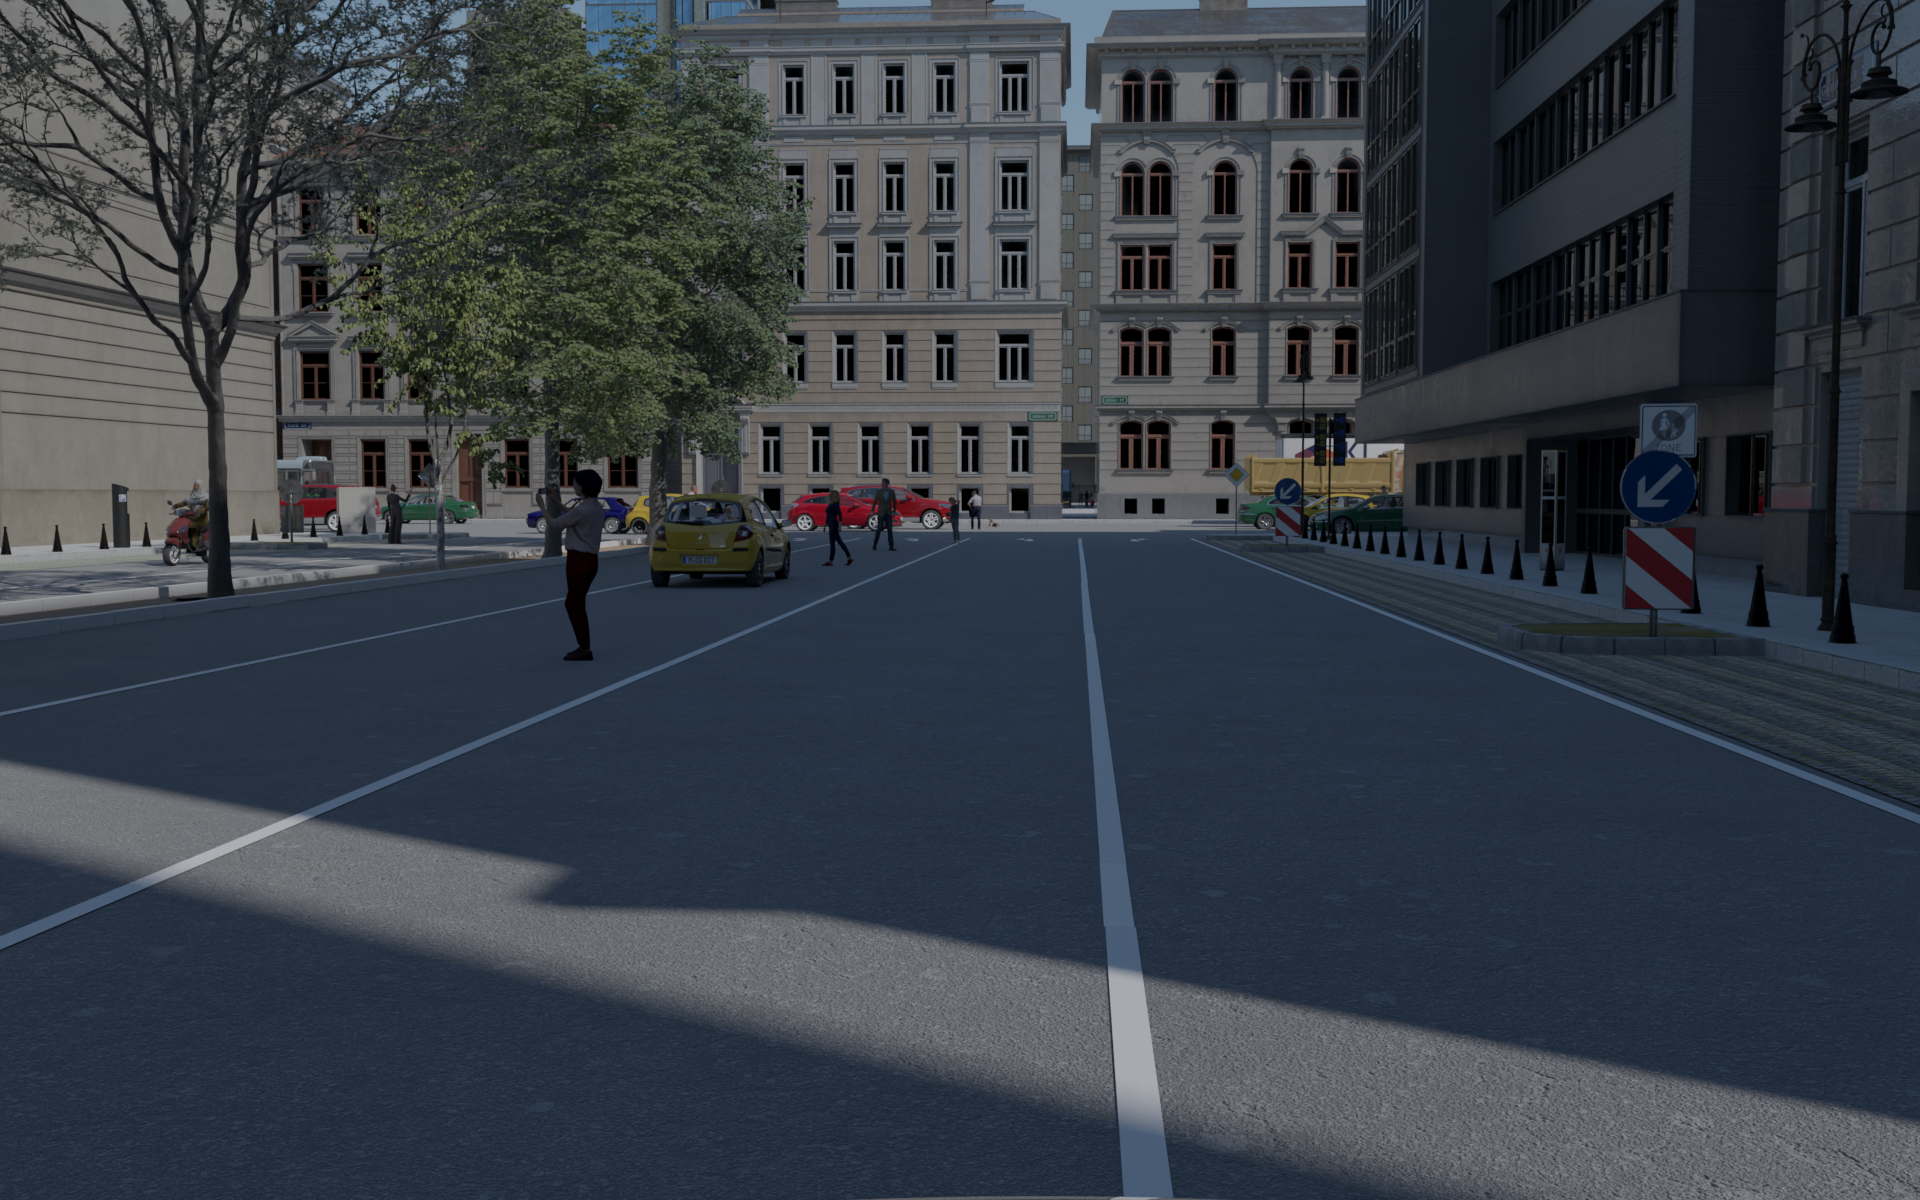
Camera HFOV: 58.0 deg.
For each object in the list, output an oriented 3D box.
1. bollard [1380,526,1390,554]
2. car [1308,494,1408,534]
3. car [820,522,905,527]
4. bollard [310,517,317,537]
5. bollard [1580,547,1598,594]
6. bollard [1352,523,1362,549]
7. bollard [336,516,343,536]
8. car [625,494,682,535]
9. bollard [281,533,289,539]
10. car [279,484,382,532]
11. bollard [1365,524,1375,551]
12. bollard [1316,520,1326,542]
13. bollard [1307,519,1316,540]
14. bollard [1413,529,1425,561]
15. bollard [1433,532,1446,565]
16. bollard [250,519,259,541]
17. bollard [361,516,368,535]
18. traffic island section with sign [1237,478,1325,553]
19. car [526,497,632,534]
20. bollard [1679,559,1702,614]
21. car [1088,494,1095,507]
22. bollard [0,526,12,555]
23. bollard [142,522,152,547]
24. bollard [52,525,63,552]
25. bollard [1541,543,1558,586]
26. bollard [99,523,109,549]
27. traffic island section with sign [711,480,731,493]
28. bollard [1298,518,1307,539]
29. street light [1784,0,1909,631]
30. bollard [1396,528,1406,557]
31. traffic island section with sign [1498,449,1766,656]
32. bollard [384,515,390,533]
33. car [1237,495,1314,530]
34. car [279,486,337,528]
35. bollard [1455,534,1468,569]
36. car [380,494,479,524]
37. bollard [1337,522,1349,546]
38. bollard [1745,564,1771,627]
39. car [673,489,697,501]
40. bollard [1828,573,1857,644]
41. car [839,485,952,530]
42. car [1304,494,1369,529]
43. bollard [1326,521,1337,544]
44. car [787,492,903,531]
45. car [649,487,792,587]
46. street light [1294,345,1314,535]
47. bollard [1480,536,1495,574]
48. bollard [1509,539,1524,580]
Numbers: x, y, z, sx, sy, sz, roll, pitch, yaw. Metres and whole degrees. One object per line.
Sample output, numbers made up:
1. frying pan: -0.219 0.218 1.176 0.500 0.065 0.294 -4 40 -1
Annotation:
1. bollard: 9.083 -1.283 37.014 0.229 0.601 0.229 0 3 0
2. car: 14.256 -2.852 58.422 4.920 1.459 2.131 0 4 5
3. car: -4.454 -4.006 75.292 4.222 1.686 2.009 0 4 3
4. bollard: -19.141 -2.154 51.258 0.229 0.601 0.229 0 3 0
5. bollard: 8.101 -0.382 22.288 0.229 0.601 0.229 0 3 0
6. bollard: 9.331 -1.508 40.692 0.229 0.601 0.229 0 3 0
7. bollard: -19.021 -2.266 53.096 0.229 0.601 0.229 0 3 0
8. car: -9.882 -3.151 61.742 3.980 1.641 2.015 0 4 2
9. bollard: -19.260 -2.042 49.420 0.229 0.601 0.229 0 3 0
10. car: -24.817 -3.508 66.027 5.304 1.827 2.281 0 4 4
11. bollard: 9.206 -1.395 38.853 0.229 0.601 0.229 0 3 0
12. bollard: 9.701 -1.846 46.227 0.229 0.601 0.229 0 3 0
13. bollard: 9.822 -1.959 48.070 0.229 0.601 0.229 0 3 0
14. bollard: 8.840 -1.057 33.329 0.229 0.601 0.229 0 3 0
15. bollard: 8.720 -0.945 31.489 0.229 0.601 0.229 0 3 0
16. bollard: -19.388 -1.929 47.573 0.229 0.601 0.229 0 3 0
17. bollard: -18.893 -2.380 54.948 0.229 0.601 0.229 0 3 0
18. traffic island section with sign: 7.957 -2.110 43.120 1.989 1.847 2.006 0 4 4
19. car: -13.761 -3.095 63.190 3.894 1.354 1.945 0 4 4
20. bollard: 7.859 -0.157 18.608 0.229 0.601 0.229 0 3 0
21. car: 15.093 -11.015 189.127 2.155 1.783 4.494 0 4 3
22. bollard: -20.128 -1.253 36.527 0.229 0.601 0.229 0 3 0
23. bollard: -19.756 -1.591 42.053 0.229 0.601 0.229 0 3 0
24. bollard: -20.001 -1.365 38.364 0.229 0.601 0.229 0 3 0
25. bollard: 8.224 -0.494 24.126 0.229 0.601 0.229 0 3 0
26. bollard: -19.878 -1.478 40.209 0.229 0.601 0.229 0 3 0
27. traffic island section with sign: -7.849 -2.925 55.965 2.006 1.907 1.989 0 4 4
28. bollard: 9.943 -2.071 49.908 0.229 0.601 0.229 0 3 0
29. street light: 8.150 -2.649 16.093 0.468 5.910 1.993 0 4 4
30. bollard: 8.962 -1.170 35.167 0.229 0.601 0.229 0 3 0
31. traffic island section with sign: 6.168 -0.465 16.224 1.989 1.847 2.006 0 4 4
32. bollard: -18.772 -2.493 56.796 0.229 0.601 0.229 0 3 0
33. car: 13.752 -3.607 70.775 4.920 1.459 2.131 0 4 4
34. car: -26.398 -3.770 70.432 4.718 1.807 1.959 0 4 5
35. bollard: 8.591 -0.832 29.651 0.229 0.601 0.229 0 3 0
36. car: -25.776 -4.400 83.736 4.920 1.459 2.131 0 4 6
37. bollard: 9.451 -1.620 42.530 0.229 0.601 0.229 0 3 0
38. bollard: 7.734 -0.044 16.766 0.229 0.601 0.229 0 3 0
39. car: -6.347 -2.082 43.825 2.009 1.686 4.222 0 4 3
40. bollard: 7.612 0.069 14.921 0.229 0.601 0.229 0 3 0
41. car: -2.724 -3.806 70.903 5.304 1.827 2.281 0 4 5
42. car: 14.660 -3.569 68.581 3.980 1.641 2.015 0 4 4
43. bollard: 9.573 -1.733 44.379 0.229 0.601 0.229 0 3 0
44. car: -4.470 -3.556 67.181 4.494 1.783 2.155 0 4 3
45. car: -3.818 -1.095 28.127 2.015 1.641 3.980 0 4 4
46. street light: 10.700 -4.968 54.013 0.468 5.910 1.993 0 4 4
47. bollard: 8.473 -0.720 27.812 0.229 0.601 0.229 0 3 0
48. bollard: 8.348 -0.607 25.964 0.229 0.601 0.229 0 3 0
